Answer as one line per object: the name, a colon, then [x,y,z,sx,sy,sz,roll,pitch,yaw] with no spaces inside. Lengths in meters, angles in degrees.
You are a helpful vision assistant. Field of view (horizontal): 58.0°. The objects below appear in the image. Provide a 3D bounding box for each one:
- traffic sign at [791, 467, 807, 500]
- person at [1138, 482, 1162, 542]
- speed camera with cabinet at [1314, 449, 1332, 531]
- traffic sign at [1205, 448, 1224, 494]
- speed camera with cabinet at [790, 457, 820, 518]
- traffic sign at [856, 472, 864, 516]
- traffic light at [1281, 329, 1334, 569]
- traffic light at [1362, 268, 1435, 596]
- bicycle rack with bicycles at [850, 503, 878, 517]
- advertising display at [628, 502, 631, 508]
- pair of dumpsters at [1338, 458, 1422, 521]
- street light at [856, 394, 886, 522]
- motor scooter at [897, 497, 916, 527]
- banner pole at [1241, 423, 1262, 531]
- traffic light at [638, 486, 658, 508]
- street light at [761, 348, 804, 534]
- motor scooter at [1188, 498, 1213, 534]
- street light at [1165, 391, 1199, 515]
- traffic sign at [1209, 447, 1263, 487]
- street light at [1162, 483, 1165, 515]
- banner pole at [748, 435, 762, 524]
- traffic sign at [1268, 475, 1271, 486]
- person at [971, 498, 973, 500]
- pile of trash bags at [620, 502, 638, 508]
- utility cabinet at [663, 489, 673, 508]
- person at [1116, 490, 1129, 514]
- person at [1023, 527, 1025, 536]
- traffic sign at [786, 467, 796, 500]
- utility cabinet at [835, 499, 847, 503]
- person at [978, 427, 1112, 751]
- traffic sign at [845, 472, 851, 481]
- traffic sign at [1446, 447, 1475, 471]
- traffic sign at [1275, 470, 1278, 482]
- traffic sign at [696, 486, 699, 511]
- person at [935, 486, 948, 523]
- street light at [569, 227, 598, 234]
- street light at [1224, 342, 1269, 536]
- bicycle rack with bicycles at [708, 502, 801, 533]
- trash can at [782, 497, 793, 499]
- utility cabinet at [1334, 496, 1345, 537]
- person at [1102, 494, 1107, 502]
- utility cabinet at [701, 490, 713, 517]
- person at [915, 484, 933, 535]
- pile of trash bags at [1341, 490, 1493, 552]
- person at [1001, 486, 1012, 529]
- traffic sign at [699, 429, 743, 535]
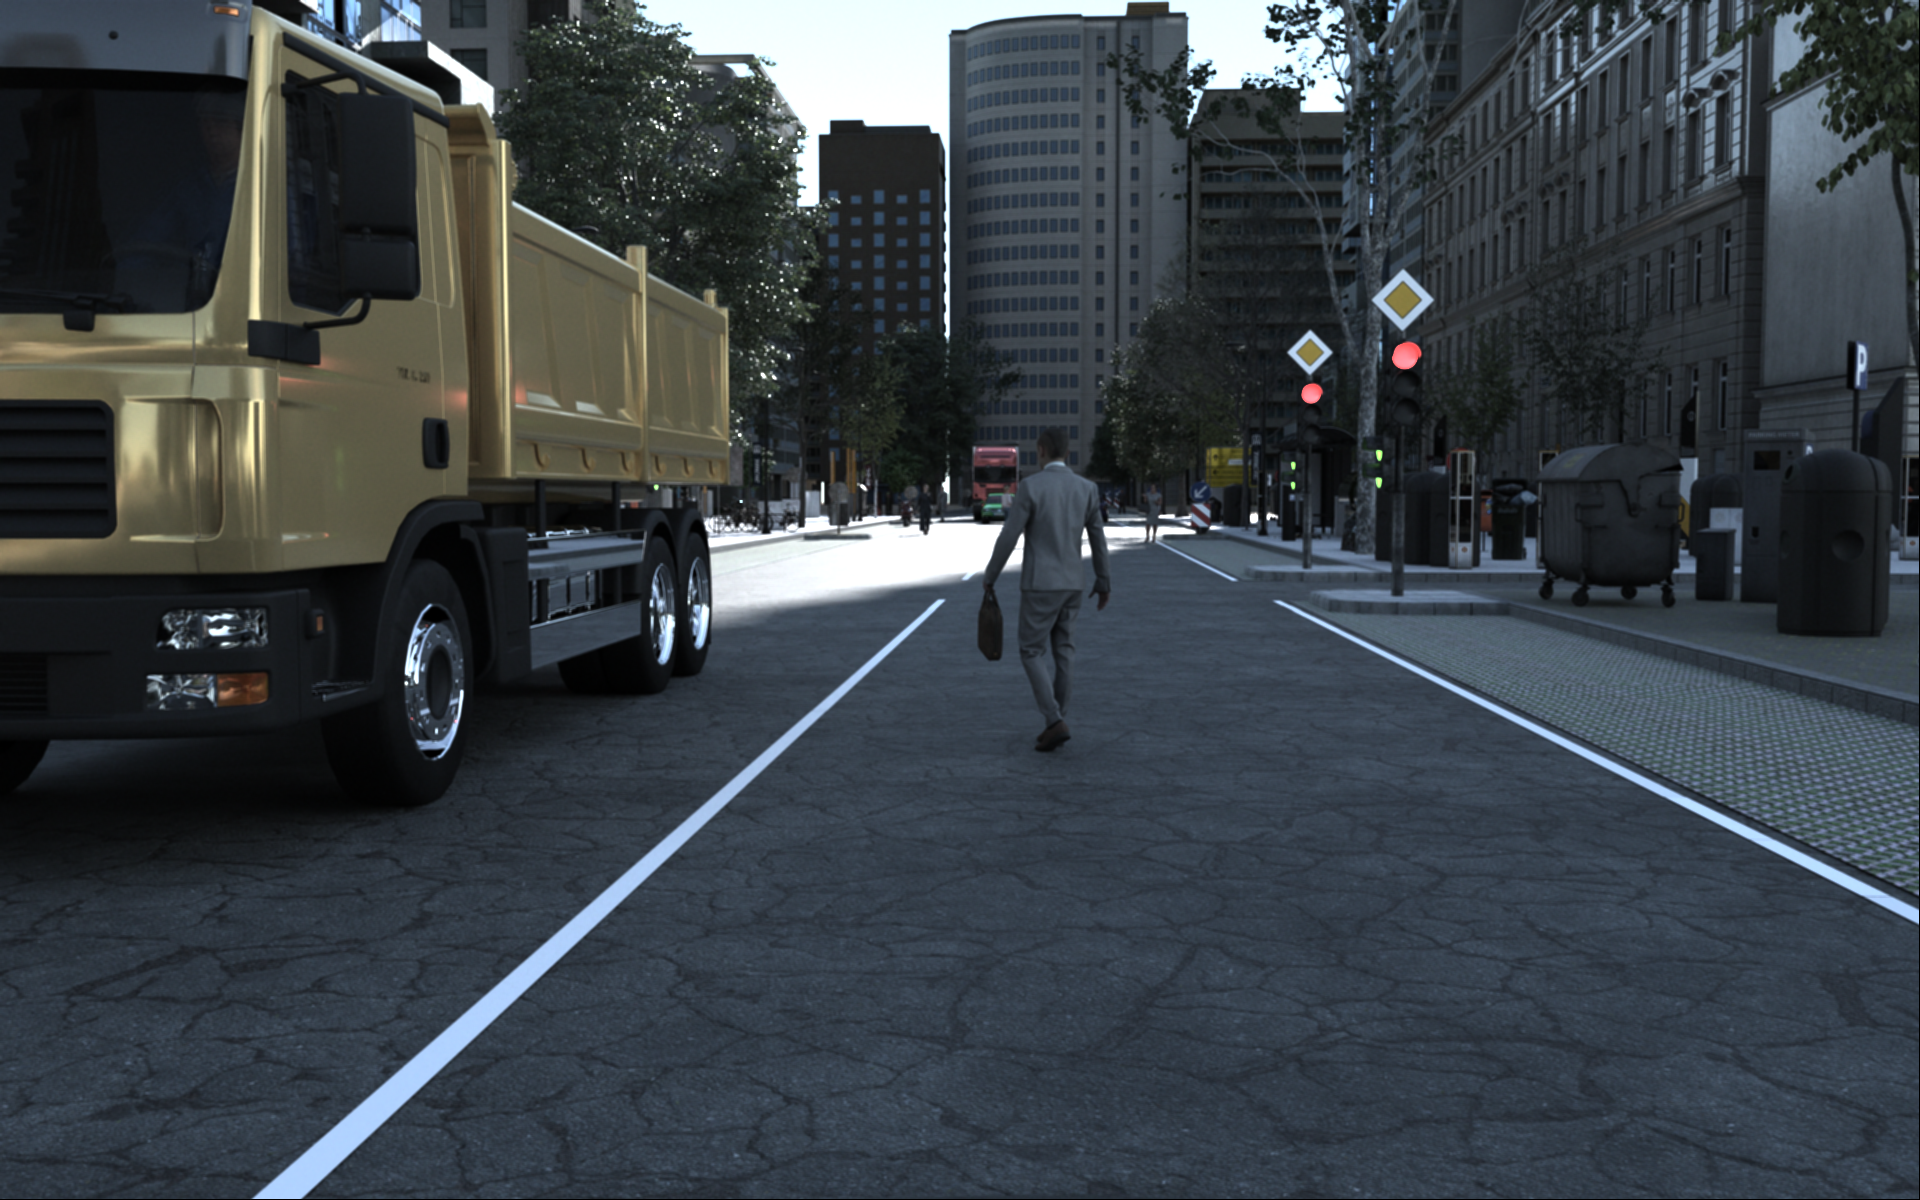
traffic sign: [-7.525,-4.953,81.083,0.768,2.556,0.104,0,4,5]
person: [5.643,-2.615,51.614,0.716,1.782,0.532,1,4,19]
speed camera with cabinet: [12.285,-4.008,59.869,2.038,3.252,0.660,-1,4,-10]
traffic sign: [11.855,-5.004,75.686,2.265,3.308,0.079,0,4,6]
speed camera with cabinet: [-8.340,-6.053,93.299,0.660,3.252,2.038,2,4,29]
traffic sign: [-5.888,-6.052,99.061,0.768,2.556,0.104,1,4,12]
traffic light: [5.945,-2.491,29.653,0.839,4.253,0.868,0,4,3]
traffic light: [5.486,-2.004,21.681,0.839,4.253,0.868,0,4,3]
bicycle rack with bicycles: [-6.053,-5.146,97.524,2.925,0.926,2.852,-1,4,-13]
advertising display: [-17.320,-5.213,90.447,0.974,1.923,0.123,0,4,5]
pair of dumpsters: [11.607,-2.779,47.930,1.574,2.255,4.437,0,4,3]
street light: [-4.125,-6.611,80.626,1.470,5.913,1.316,0,4,3]
motor scooter: [-2.337,-3.866,75.980,0.815,1.314,1.986,0,4,2]
banner pole: [10.246,-4.321,60.670,0.401,3.779,0.863,-3,5,-42]
traffic light: [-5.548,-2.531,30.297,0.839,4.253,0.868,0,4,3]
street light: [-5.657,-5.055,55.185,1.470,5.913,1.316,0,4,3]
motor scooter: [7.912,-2.699,56.902,0.815,1.314,1.986,0,4,2]
street light: [10.188,-6.467,78.274,1.470,5.913,1.316,0,4,3]
traffic sign: [11.838,-4.924,74.375,2.265,3.308,0.079,0,4,4]
street light: [11.737,-8.040,103.999,1.470,5.913,1.316,0,4,3]
banner pole: [-8.726,-5.101,73.419,0.863,3.779,0.401,2,4,29]
traffic sign: [15.800,-5.351,89.615,0.606,2.300,0.079,0,4,6]
person: [1.427,-7.814,136.200,1.348,1.831,0.705,-3,5,-41]
pile of trash bags: [-15.632,-4.197,78.377,3.447,1.369,1.912,2,4,35]
utility cabinet: [-12.438,-3.844,71.533,1.173,1.500,0.318,2,4,24]
person: [11.630,-7.053,124.373,0.990,1.755,0.434,3,4,36]
person: [1.833,-2.253,46.337,0.522,1.701,0.512,1,4,16]
traffic sign: [-7.800,-4.965,81.283,0.768,2.556,0.104,1,4,9]
utility cabinet: [-5.947,-4.660,87.357,0.306,1.237,1.020,2,4,32]
person: [0.499,-0.078,9.889,0.709,1.813,0.853,-2,4,-27]
traffic sign: [-6.381,-6.189,101.301,0.768,2.556,0.104,1,4,11]
traffic sign: [13.643,-2.885,47.275,0.768,2.556,0.104,1,4,11]
traffic sign: [16.072,-5.277,86.392,0.768,2.556,0.104,0,4,4]
traffic sign: [-7.902,-3.185,52.174,0.768,2.556,0.104,1,4,11]
person: [-0.920,-4.780,86.756,0.694,1.812,0.767,3,4,36]
street light: [-6.986,-3.531,30.270,1.470,5.913,1.316,0,4,3]
street light: [8.790,-4.930,53.151,1.470,5.913,1.316,0,4,3]
bicycle rack with bicycles: [-7.105,-2.718,57.815,2.925,0.926,2.852,1,4,18]
trash can: [-9.678,-5.247,97.446,0.748,1.137,0.748,0,3,0]
utility cabinet: [11.629,-2.454,51.283,1.020,1.237,0.306,0,4,-3]
person: [11.712,-7.929,141.397,1.065,1.426,0.557,-3,5,-43]
utility cabinet: [-13.972,-5.326,95.765,0.318,1.500,1.173,-2,4,-26]
person: [-1.245,-3.172,60.784,0.576,1.772,0.534,-2,4,-26]
pile of trash bags: [10.289,-1.776,38.784,3.447,1.369,1.912,1,4,13]
person: [1.759,-3.434,65.312,0.731,1.740,0.598,3,4,38]
traffic sign: [-7.926,-3.716,54.628,2.265,3.308,0.079,1,4,12]
